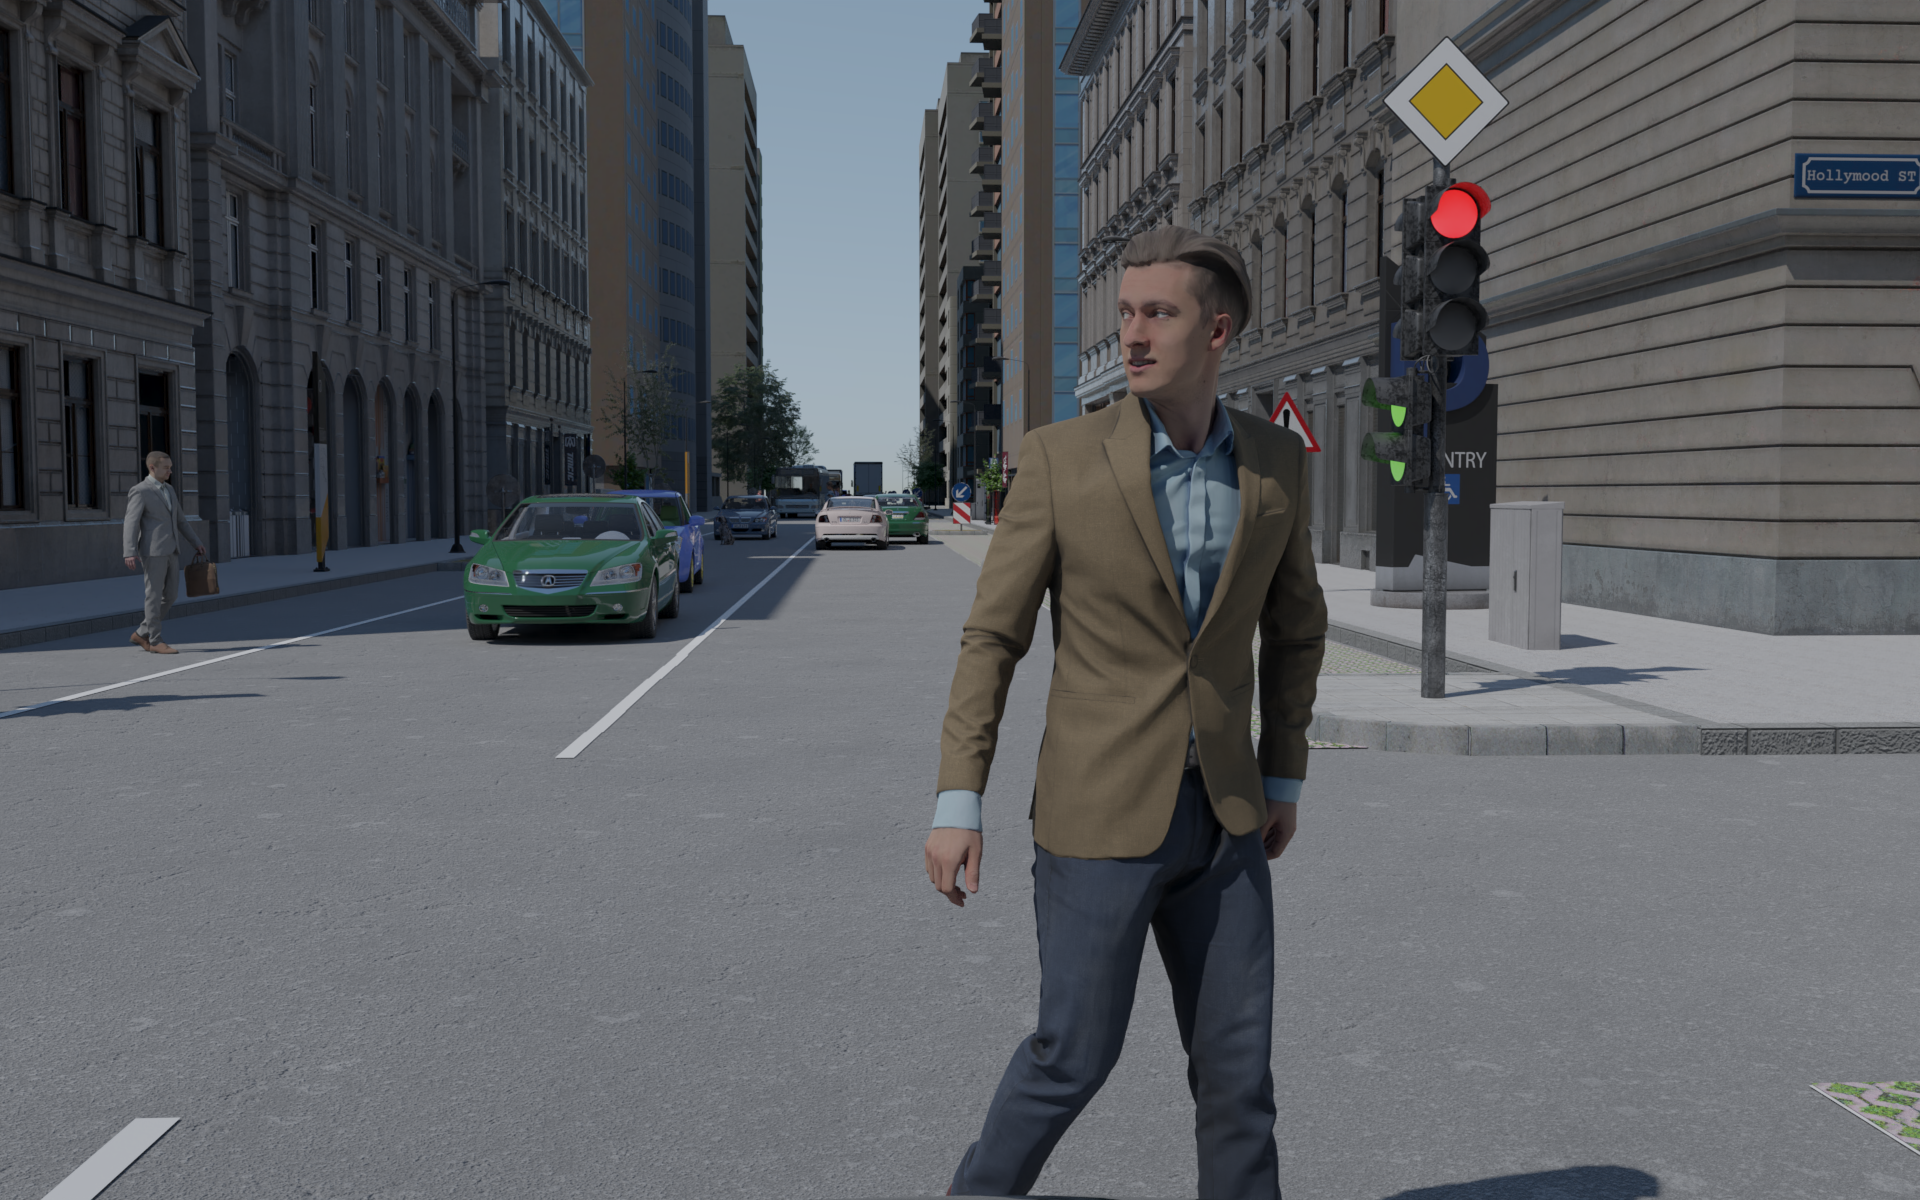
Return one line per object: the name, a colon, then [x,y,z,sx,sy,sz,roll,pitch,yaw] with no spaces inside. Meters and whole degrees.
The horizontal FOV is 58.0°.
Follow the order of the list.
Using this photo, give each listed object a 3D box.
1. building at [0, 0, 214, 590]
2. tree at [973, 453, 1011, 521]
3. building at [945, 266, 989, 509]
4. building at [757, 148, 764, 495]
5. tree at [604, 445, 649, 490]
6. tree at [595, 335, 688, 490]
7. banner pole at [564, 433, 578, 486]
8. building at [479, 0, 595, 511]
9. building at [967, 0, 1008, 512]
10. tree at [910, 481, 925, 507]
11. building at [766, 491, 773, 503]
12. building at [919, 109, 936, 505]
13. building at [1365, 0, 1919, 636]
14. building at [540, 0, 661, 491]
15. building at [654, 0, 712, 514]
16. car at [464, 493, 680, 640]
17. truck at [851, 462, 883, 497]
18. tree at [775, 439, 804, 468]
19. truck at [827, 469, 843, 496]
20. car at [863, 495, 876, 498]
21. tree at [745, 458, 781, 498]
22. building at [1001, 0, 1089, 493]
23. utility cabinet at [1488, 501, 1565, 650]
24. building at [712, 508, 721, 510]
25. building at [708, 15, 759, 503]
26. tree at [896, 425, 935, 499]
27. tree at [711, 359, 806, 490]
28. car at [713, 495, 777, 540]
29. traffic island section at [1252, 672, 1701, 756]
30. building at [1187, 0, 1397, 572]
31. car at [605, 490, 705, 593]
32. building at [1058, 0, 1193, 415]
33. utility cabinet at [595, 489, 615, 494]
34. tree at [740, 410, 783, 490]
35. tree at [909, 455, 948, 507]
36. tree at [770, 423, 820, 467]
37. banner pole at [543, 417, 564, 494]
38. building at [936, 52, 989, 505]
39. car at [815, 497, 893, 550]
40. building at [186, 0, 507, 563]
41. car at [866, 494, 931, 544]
building: [-17.372,-9.536,20.549,10.561,19.102,19.286,0,4,-3]
tree: [1.662,-5.320,81.583,1.663,3.219,1.824,0,3,0]
building: [13.235,-18.447,146.644,27.650,21.520,28.899,0,4,-3]
building: [-29.971,-31.486,198.397,14.154,41.232,14.086,0,4,-3]
tree: [-13.048,-4.538,68.796,1.663,3.219,1.824,0,3,0]
tree: [-14.294,-7.881,79.222,4.360,8.622,3.978,0,3,0]
banner pole: [-14.255,-4.447,62.731,0.863,3.779,0.401,-2,4,-28]
building: [-19.762,-13.142,64.014,9.793,20.994,18.267,0,4,-3]
building: [12.027,-28.251,116.536,22.147,44.769,28.867,0,4,-3]
tree: [-4.082,-10.914,173.045,1.663,3.219,1.824,0,3,0]
building: [-39.755,-32.145,217.453,32.217,40.220,23.993,0,4,-3]
building: [6.063,-35.819,209.345,21.300,48.544,21.600,0,4,-3]
building: [23.976,-12.349,20.986,34.723,24.649,14.460,0,4,-3]
building: [-23.708,-26.974,91.132,14.600,45.320,14.200,0,4,-3]
building: [-28.070,-34.868,112.084,21.231,58.520,28.212,0,4,-3]
car: [-4.051,-0.415,18.591,2.131,1.459,4.920,0,4,-5]
truck: [-8.272,-10.142,154.731,2.839,4.237,11.283,0,4,-4]
tree: [-20.444,-15.370,201.657,4.737,8.622,4.395,0,3,0]
truck: [-14.758,-12.821,198.544,2.839,4.237,11.283,0,4,-3]
car: [-5.605,-6.064,111.513,2.083,1.381,4.827,0,4,-4]
tree: [-17.694,-10.544,156.104,4.285,4.588,4.351,0,3,0]
building: [9.738,-27.202,94.865,14.600,45.320,14.200,0,4,-3]
utility cabinet: [4.786,-0.217,14.702,0.306,1.237,1.020,0,4,-1]
building: [-35.840,-27.304,138.305,32.217,40.220,23.993,0,4,-3]
building: [-32.311,-34.020,179.927,21.300,48.544,21.600,0,4,-3]
tree: [-4.333,-14.056,180.173,4.360,8.622,3.978,0,3,0]
tree: [-19.311,-15.635,162.289,9.857,13.997,8.962,0,3,0]
car: [-6.852,-2.666,55.587,2.014,1.417,4.499,0,4,-2]
traffic island section: [3.005,0.694,10.927,2.009,0.180,2.903,0,4,-3]
building: [11.056,-11.441,36.204,9.793,20.994,18.267,0,4,-3]
car: [-4.801,-1.013,26.147,1.945,1.707,3.694,0,4,-5]
building: [9.145,-13.133,65.634,10.553,20.767,40.483,0,4,-3]
utility cabinet: [-14.731,-3.868,71.919,0.318,1.500,1.173,1,4,18]
tree: [-17.493,-12.291,151.318,4.360,8.622,3.978,0,3,0]
tree: [-2.705,-10.022,147.571,4.285,4.588,4.351,0,3,0]
tree: [-23.241,-19.051,237.232,9.928,11.665,9.643,0,3,0]
banner pole: [-13.466,-4.086,56.817,0.401,3.779,0.863,-3,4,-37]
building: [8.748,-34.508,187.901,21.300,48.544,21.600,0,4,-3]
car: [-2.829,-2.051,45.904,2.083,1.381,4.827,0,4,-1]
building: [-20.214,-12.278,42.551,13.314,21.916,24.055,0,4,-3]
car: [-1.886,-2.390,50.880,2.131,1.459,4.920,0,4,-3]
